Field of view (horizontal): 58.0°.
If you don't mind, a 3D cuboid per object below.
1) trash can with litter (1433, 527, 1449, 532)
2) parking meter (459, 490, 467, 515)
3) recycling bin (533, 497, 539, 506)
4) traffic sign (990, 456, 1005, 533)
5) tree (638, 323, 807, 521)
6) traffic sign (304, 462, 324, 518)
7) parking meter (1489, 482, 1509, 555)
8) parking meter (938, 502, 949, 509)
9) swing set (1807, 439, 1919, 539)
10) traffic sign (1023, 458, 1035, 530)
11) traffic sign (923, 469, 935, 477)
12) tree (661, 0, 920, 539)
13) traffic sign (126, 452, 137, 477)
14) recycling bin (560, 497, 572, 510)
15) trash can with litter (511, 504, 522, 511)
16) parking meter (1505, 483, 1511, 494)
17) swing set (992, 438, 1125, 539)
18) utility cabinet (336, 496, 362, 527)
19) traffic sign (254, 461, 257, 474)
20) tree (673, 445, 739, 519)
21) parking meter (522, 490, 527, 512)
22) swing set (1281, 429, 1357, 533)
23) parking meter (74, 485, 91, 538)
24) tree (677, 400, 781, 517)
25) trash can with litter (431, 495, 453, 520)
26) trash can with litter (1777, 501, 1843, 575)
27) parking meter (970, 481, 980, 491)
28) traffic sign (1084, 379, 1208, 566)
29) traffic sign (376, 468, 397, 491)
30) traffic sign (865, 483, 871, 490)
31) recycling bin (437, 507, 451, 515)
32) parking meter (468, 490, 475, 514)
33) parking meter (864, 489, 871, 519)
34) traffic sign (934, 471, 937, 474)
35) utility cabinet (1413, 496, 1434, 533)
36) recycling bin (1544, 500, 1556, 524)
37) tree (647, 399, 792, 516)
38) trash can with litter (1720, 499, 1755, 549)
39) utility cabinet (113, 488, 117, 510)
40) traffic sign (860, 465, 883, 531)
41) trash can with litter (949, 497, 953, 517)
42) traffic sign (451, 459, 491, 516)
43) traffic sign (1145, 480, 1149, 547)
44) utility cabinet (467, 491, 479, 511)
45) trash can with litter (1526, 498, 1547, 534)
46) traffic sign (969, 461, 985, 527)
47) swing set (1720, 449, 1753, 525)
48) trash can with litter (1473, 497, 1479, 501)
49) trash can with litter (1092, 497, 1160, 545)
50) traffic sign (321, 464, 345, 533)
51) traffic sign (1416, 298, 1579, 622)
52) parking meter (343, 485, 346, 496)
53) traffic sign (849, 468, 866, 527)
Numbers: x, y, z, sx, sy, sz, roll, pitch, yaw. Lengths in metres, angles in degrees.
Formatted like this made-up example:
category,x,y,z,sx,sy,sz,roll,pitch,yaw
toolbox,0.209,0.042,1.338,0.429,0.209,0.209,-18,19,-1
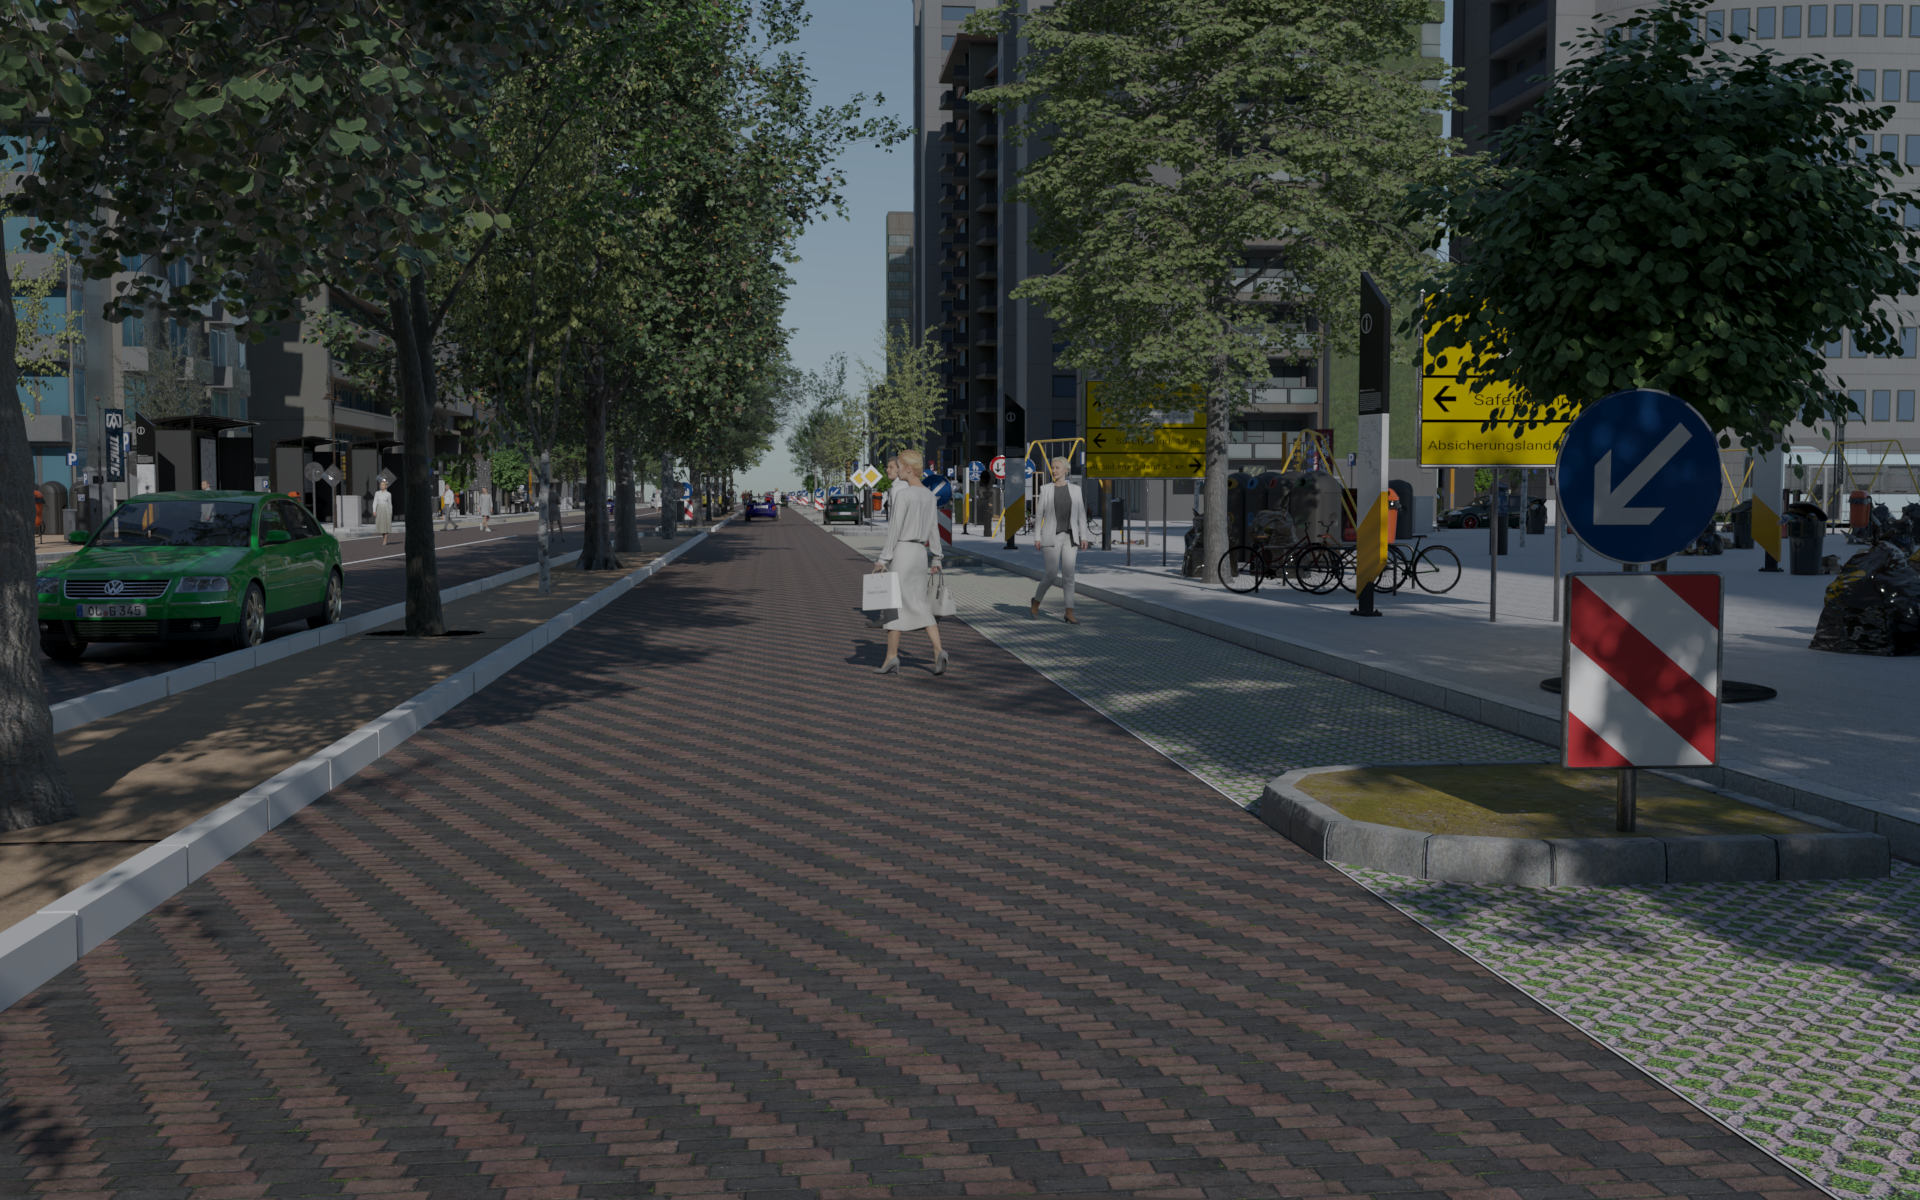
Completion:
category,x,y,z,sx,sy,sz,roll,pitch,yaw
trash can with litter,15.927,-2.937,59.079,2.233,1.210,1.678,-2,4,-29
parking meter,-30.119,-6.064,104.862,0.399,1.863,0.255,1,4,11
recycling bin,-33.420,-7.637,137.425,0.722,1.027,0.722,-3,5,-42
traffic sign,1.372,-3.524,57.726,0.768,2.556,0.104,0,4,-3
tree,-13.179,-10.854,90.289,12.009,13.543,11.850,0,3,0
traffic sign,-25.703,-4.209,68.921,0.768,2.556,0.104,0,4,-1
parking meter,11.337,-1.713,36.423,0.372,1.533,0.369,0,3,0
parking meter,-0.667,-3.832,71.068,0.372,1.533,0.369,0,3,0
swing set,26.504,-3.264,50.984,2.862,2.851,3.119,0,4,-6
traffic sign,2.265,-3.724,60.991,0.768,2.556,0.104,0,4,-2
traffic sign,-1.644,-5.451,89.232,0.768,2.556,0.104,0,4,1
tree,-7.892,-11.920,53.240,12.611,20.169,13.585,0,3,0
traffic sign,-24.526,-3.159,51.754,0.768,2.556,0.104,0,4,-1
recycling bin,-31.643,-7.740,139.096,0.722,1.027,0.722,-3,5,-45
trash can with litter,-32.755,-7.182,128.491,2.233,1.210,1.678,1,4,19
parking meter,27.622,-5.004,87.523,0.255,1.863,0.399,-1,4,-19
swing set,2.743,-3.184,49.674,2.862,2.851,3.119,-2,4,-23
utility cabinet,-23.688,-3.412,66.956,1.020,1.237,0.306,0,4,6
traffic sign,-23.621,-3.494,57.240,0.768,2.556,0.104,0,4,2
tree,-14.224,-8.929,98.804,4.360,8.622,3.978,0,3,0
parking meter,-30.492,-6.900,121.224,0.372,1.533,0.369,0,3,0
swing set,8.702,-2.770,42.909,2.862,2.851,3.119,1,4,17
parking meter,-23.875,-2.368,47.121,0.372,1.533,0.369,0,3,0
tree,-14.846,-11.342,106.021,7.486,12.596,7.792,0,3,0
trash can with litter,-26.726,-4.641,86.938,2.233,1.210,1.678,1,4,9
trash can with litter,13.581,-0.992,27.605,1.055,1.170,0.624,-2,4,-34
parking meter,0.748,-5.334,92.919,0.399,1.863,0.255,-1,4,-15
traffic sign,3.317,-2.251,30.670,2.265,3.308,0.079,0,4,-4
traffic sign,-21.647,-3.775,65.369,0.795,2.450,0.064,0,4,-6
traffic sign,-5.292,-6.231,101.976,0.768,2.556,0.104,0,4,-3
recycling bin,-31.730,-5.748,106.535,0.722,1.027,0.722,-2,4,-29
parking meter,-32.005,-6.427,113.490,0.372,1.533,0.369,0,3,0
parking meter,-4.844,-5.042,90.848,0.372,1.533,0.369,0,3,0
traffic sign,-1.489,-5.829,95.411,0.768,2.556,0.104,0,4,3
utility cabinet,15.099,-2.791,56.795,1.020,1.237,0.306,-3,5,-40
recycling bin,25.203,-3.751,73.890,0.722,1.027,0.722,1,4,9
tree,-15.736,-10.841,114.126,8.767,10.594,7.601,0,4,-6
trash can with litter,18.072,-1.768,40.291,1.055,1.170,0.624,-1,4,-13
utility cabinet,-31.799,-3.435,64.848,0.318,1.500,1.173,-2,4,-30
traffic sign,-3.037,-3.407,59.344,0.795,2.450,0.064,0,4,-6
trash can with litter,-0.642,-4.501,84.985,0.624,1.170,1.055,0,4,0
traffic sign,-28.519,-6.550,100.971,2.265,3.308,0.079,0,4,-4
traffic sign,4.526,-2.553,41.844,0.768,2.556,0.104,0,4,3
utility cabinet,-36.556,-7.465,130.723,1.173,1.500,0.318,-2,4,-31
trash can with litter,18.253,-2.681,55.225,0.624,1.170,1.055,-1,4,-12
traffic sign,0.605,-4.119,67.450,0.768,2.556,0.104,0,4,3
swing set,27.309,-3.861,60.750,2.862,2.851,3.119,0,4,-8
trash can with litter,22.066,-3.764,72.930,1.055,1.170,0.624,-1,4,-21
trash can with litter,4.153,-2.023,44.129,1.678,1.210,2.233,-2,4,-34
traffic sign,-20.778,-3.290,57.431,0.795,2.450,0.064,0,4,-6
traffic sign,5.665,-1.431,17.272,2.265,3.308,0.079,0,4,-2
parking meter,-39.753,-6.519,112.299,0.255,1.863,0.399,2,4,33
traffic sign,-3.906,-3.892,67.282,0.795,2.450,0.064,0,4,-6
